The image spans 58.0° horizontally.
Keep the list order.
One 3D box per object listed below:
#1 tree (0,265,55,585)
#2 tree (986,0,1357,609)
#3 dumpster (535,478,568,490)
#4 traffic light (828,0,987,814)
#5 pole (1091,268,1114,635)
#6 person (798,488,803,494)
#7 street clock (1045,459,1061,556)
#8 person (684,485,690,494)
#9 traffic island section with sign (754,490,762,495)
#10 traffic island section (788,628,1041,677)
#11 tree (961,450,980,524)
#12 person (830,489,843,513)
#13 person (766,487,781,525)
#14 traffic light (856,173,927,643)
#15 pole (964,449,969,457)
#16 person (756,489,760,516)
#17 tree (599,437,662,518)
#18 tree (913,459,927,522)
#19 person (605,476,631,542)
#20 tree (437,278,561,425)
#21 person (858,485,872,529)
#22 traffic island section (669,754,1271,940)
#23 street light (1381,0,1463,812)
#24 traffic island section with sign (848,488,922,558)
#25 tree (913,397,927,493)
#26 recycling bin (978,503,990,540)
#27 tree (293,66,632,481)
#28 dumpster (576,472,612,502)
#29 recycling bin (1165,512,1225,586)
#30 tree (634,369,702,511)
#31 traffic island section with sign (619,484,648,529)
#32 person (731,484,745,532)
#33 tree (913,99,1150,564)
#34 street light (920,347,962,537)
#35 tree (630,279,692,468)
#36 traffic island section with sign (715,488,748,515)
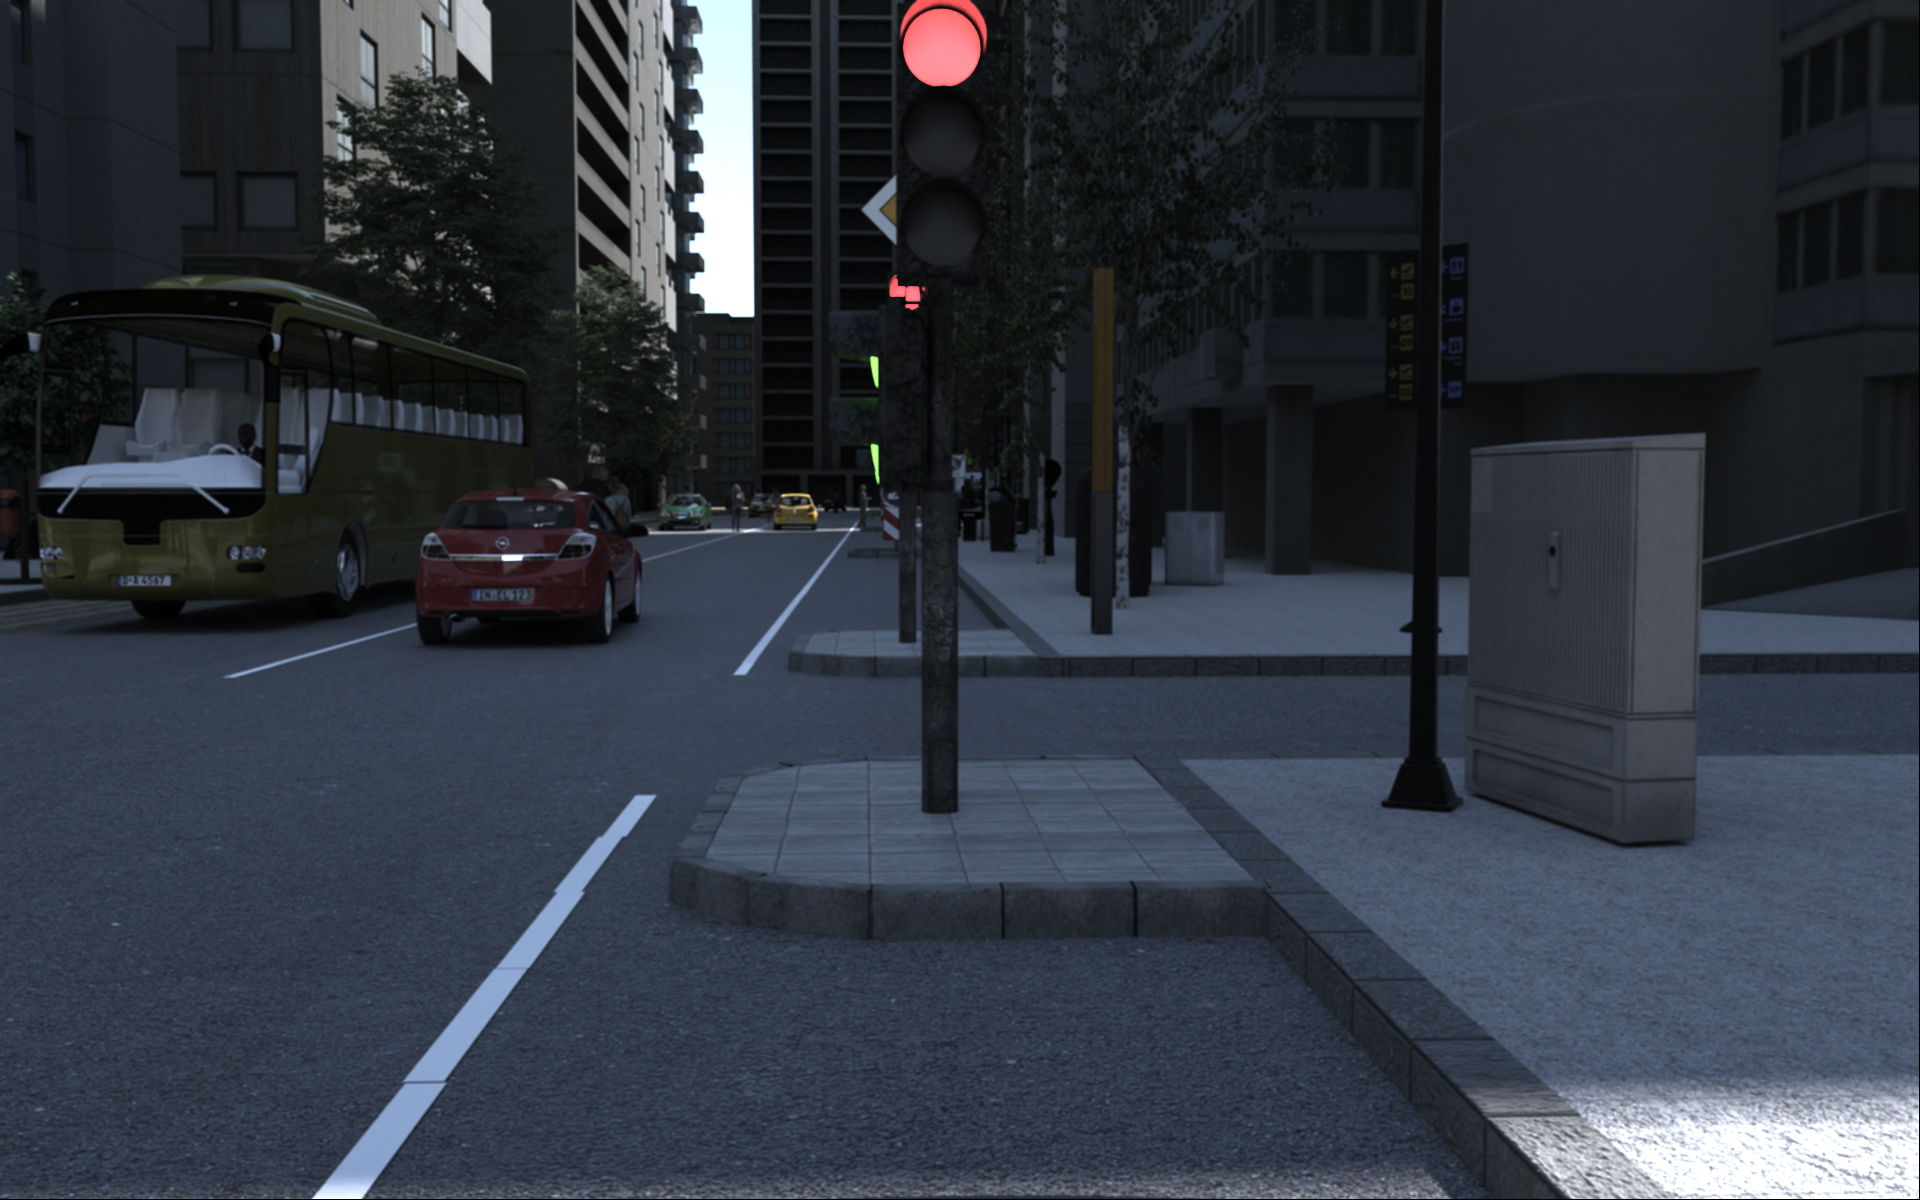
[{"bbox_3d":[-13.562,-2.522,24.952,4.285,4.588,4.351,0,3,0],"label":"tree"},{"bbox_3d":[2.054,-4.207,19.153,4.360,8.622,3.978,0,3,0],"label":"tree"},{"bbox_3d":[-15.214,-3.551,63.811,1.264,1.857,1.865,0,4,-3],"label":"dumpster"},{"bbox_3d":[-0.100,-1.100,6.901,0.839,4.253,0.868,0,4,-3],"label":"traffic light"},{"bbox_3d":[1.297,-1.342,15.783,0.158,3.312,0.155,0,3,0],"label":"pole"},{"bbox_3d":[-10.297,-6.301,111.527,1.348,1.822,0.705,2,4,24],"label":"person"},{"bbox_3d":[1.863,-1.927,36.079,0.471,2.002,0.358,0,4,-4],"label":"street clock"},{"bbox_3d":[-12.248,-4.205,77.256,0.388,1.821,0.555,-3,4,-36],"label":"person"},{"bbox_3d":[-16.620,-8.225,143.100,1.989,1.847,2.006,0,4,-3],"label":"traffic island section with sign"},{"bbox_3d":[-0.431,0.446,14.994,2.009,0.180,2.903,0,4,-3],"label":"traffic island section"},{"bbox_3d":[0.474,-4.921,75.054,1.663,3.219,1.824,0,3,0],"label":"tree"},{"bbox_3d":[-9.417,-7.532,131.662,1.348,1.823,0.705,3,5,41],"label":"person"},{"bbox_3d":[-8.517,-4.280,79.068,0.643,1.750,0.593,1,4,21],"label":"person"},{"bbox_3d":[-0.472,-1.588,14.878,0.839,4.253,0.868,0,4,-3],"label":"traffic light"},{"bbox_3d":[0.294,-5.155,78.131,0.158,3.312,0.155,0,3,0],"label":"pole"},{"bbox_3d":[-13.023,-6.223,111.042,0.721,1.735,1.217,2,4,29],"label":"person"},{"bbox_3d":[-17.779,-6.711,93.436,4.285,4.588,4.351,0,3,0],"label":"tree"},{"bbox_3d":[-1.448,-5.283,80.974,1.663,3.219,1.824,0,3,0],"label":"tree"},{"bbox_3d":[-5.178,-1.013,26.064,0.512,1.701,0.522,-3,5,-40],"label":"person"},{"bbox_3d":[-15.296,-6.493,56.519,4.737,8.622,4.395,0,3,0],"label":"tree"},{"bbox_3d":[-3.939,-3.865,71.873,0.590,1.801,0.661,-1,4,-10],"label":"person"},{"bbox_3d":[-0.059,0.934,7.017,2.009,0.180,2.903,0,4,-3],"label":"traffic island section"},{"bbox_3d":[1.369,-2.105,6.957,1.470,5.913,1.316,0,4,-3],"label":"street light"},{"bbox_3d":[-1.566,-1.892,39.566,1.989,1.847,2.006,0,4,-3],"label":"traffic island section with sign"},{"bbox_3d":[-2.389,-9.376,103.667,4.360,8.622,3.978,0,3,0],"label":"tree"},{"bbox_3d":[0.994,-2.233,49.070,0.722,1.027,0.722,-3,4,-37],"label":"recycling bin"},{"bbox_3d":[-14.037,-7.855,46.564,7.486,12.596,7.792,0,3,0],"label":"tree"},{"bbox_3d":[-15.877,-4.466,75.507,1.502,2.255,1.985,0,4,-3],"label":"dumpster"},{"bbox_3d":[3.323,-0.731,24.504,0.722,1.027,0.722,1,4,19],"label":"recycling bin"},{"bbox_3d":[-17.129,-9.150,99.960,4.737,8.622,4.395,0,3,0],"label":"tree"},{"bbox_3d":[-13.059,-3.542,66.540,1.989,1.847,2.006,0,4,-3],"label":"traffic island section with sign"},{"bbox_3d":[-8.395,-3.484,65.643,0.537,1.800,0.526,-1,4,-18],"label":"person"},{"bbox_3d":[1.259,-4.978,31.750,4.737,8.622,4.395,0,3,0],"label":"tree"},{"bbox_3d":[-0.669,-4.835,51.593,1.470,5.913,1.316,0,4,-3],"label":"street light"},{"bbox_3d":[-17.003,-10.234,85.450,7.486,12.596,7.792,0,3,0],"label":"tree"},{"bbox_3d":[-15.373,-6.578,116.174,1.989,1.847,2.006,0,4,-3],"label":"traffic island section with sign"}]
